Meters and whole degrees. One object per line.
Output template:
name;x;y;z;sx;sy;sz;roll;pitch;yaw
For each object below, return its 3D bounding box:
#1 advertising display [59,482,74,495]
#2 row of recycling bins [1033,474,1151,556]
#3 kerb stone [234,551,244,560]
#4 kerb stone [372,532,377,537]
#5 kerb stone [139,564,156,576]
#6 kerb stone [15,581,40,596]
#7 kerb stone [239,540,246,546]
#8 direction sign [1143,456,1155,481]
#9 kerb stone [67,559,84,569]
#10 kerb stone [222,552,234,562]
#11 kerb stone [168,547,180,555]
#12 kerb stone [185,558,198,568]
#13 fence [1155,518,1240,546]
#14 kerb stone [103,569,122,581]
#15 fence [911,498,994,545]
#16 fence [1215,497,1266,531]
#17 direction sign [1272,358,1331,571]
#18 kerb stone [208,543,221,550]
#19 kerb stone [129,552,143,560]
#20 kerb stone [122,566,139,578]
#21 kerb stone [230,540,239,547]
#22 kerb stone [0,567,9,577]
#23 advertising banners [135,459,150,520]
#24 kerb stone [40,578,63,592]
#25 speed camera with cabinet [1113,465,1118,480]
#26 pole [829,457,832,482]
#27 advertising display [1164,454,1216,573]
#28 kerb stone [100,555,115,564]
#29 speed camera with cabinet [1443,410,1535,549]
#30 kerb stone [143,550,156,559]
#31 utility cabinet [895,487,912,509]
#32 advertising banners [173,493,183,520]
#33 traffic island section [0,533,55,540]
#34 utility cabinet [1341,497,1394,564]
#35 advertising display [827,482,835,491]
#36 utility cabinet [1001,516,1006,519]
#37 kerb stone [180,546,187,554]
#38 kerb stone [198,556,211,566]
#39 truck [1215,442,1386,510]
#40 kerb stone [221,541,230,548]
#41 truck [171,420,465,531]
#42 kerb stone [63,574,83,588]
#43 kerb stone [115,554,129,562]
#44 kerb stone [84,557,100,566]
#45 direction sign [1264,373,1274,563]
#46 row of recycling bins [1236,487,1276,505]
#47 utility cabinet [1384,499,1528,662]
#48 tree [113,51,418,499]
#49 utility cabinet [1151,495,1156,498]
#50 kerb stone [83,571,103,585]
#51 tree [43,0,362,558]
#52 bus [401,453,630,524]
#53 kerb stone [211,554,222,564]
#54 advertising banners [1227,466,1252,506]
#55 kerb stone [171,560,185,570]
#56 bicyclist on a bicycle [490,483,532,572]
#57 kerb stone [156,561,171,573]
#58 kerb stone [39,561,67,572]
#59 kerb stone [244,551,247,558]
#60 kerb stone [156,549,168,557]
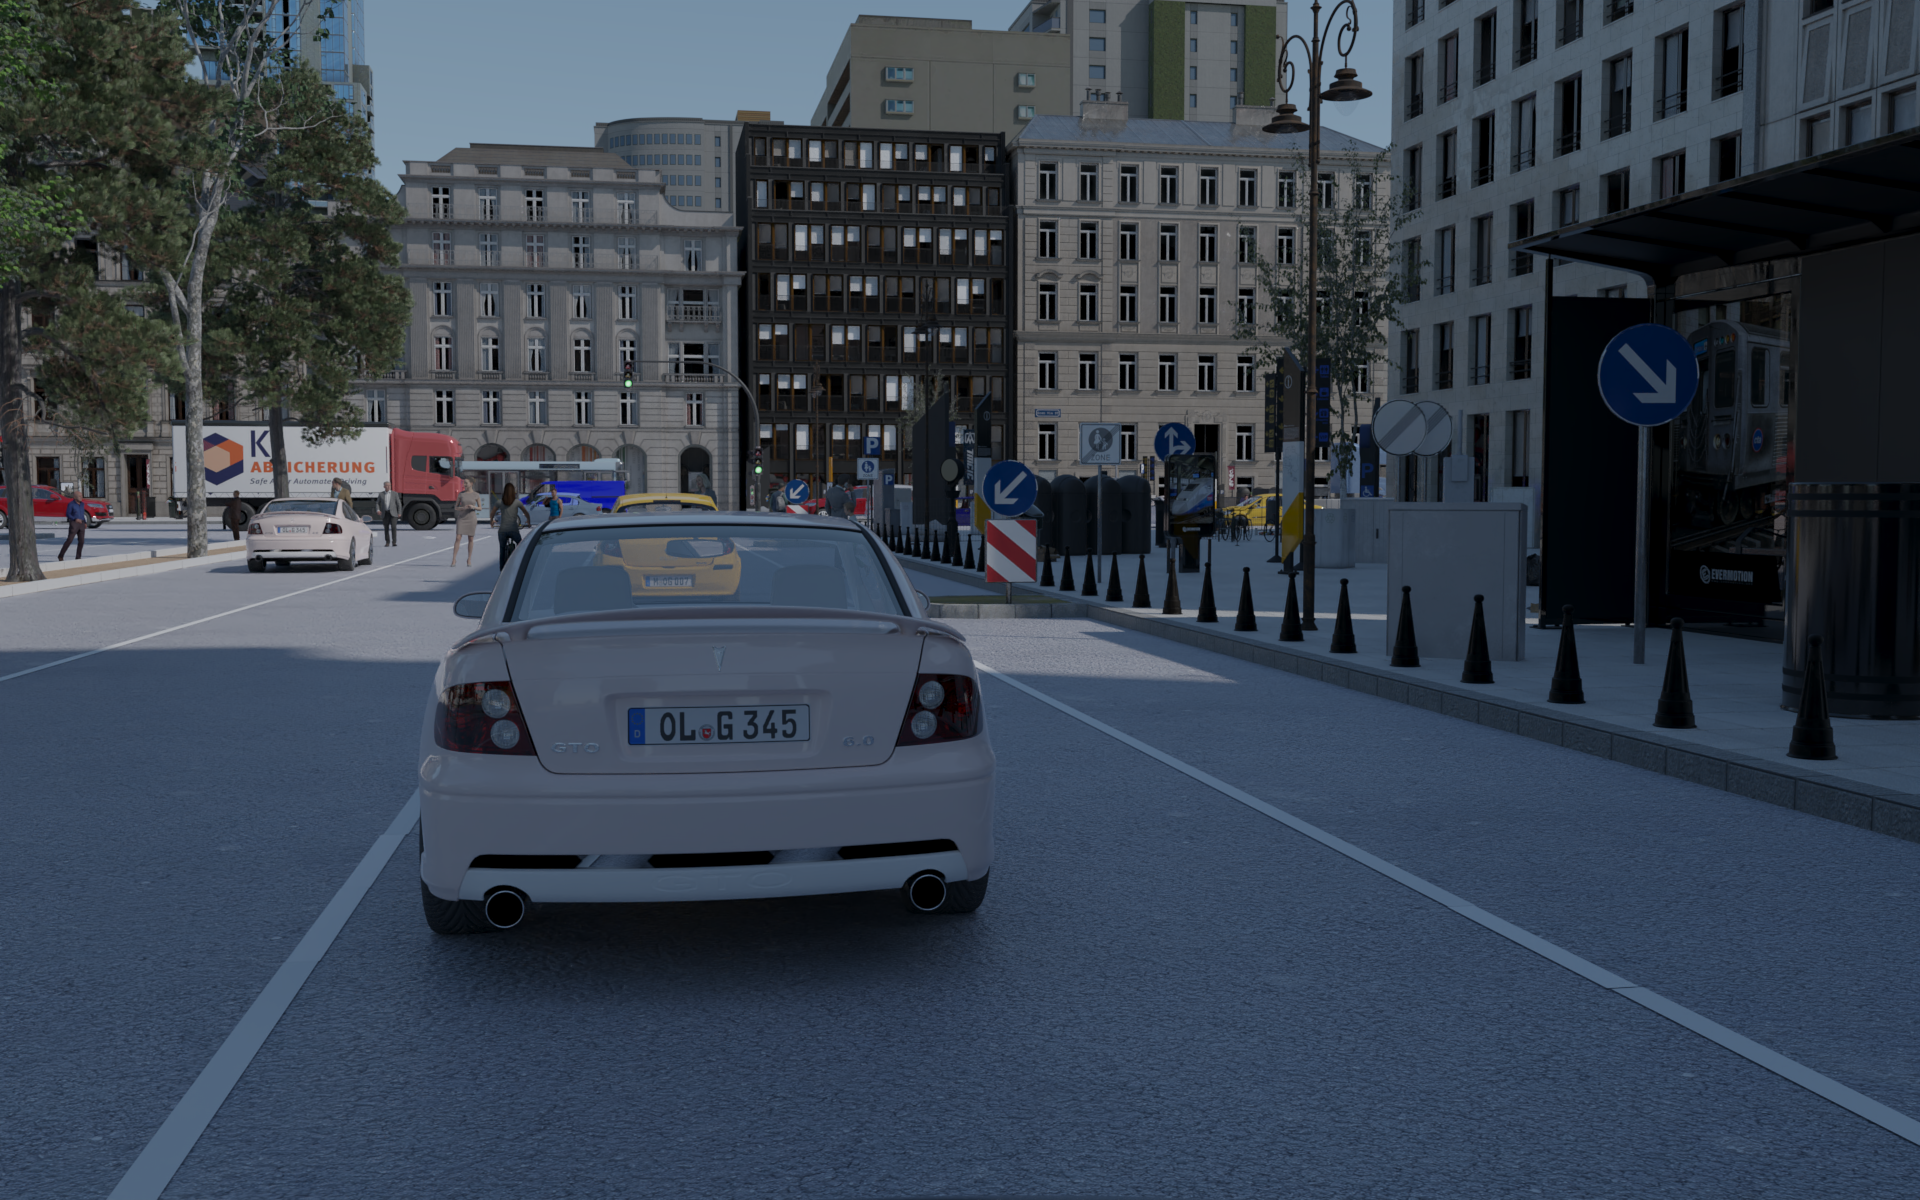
advertising display;-48.328;-5.413;93.709;0.123;1.923;0.974;1;4;13
row of recycling bins;2.606;-1.798;36.515;3.534;1.692;1.069;-2;4;-34
kerb stone;-15.874;-0.958;37.861;0.120;0.150;1.000;-1;4;-11
kerb stone;-19.671;-2.190;58.050;0.120;0.150;1.000;-1;4;-11
kerb stone;-14.543;-0.525;30.779;0.120;0.150;1.000;-1;4;-11
kerb stone;-13.410;-0.154;24.727;0.120;0.150;1.000;-1;4;-11
kerb stone;-19.840;-1.553;47.603;0.120;0.150;1.000;-1;4;-11
direction sign;11.208;-6.786;102.947;0.876;3.537;0.379;3;5;43
kerb stone;-17.179;-0.682;33.416;0.120;0.150;1.000;-1;4;-11
kerb stone;-15.688;-0.896;36.845;0.120;0.150;1.000;-1;4;-11
kerb stone;-18.508;-1.120;40.506;0.120;0.150;1.000;-1;4;-11
kerb stone;-15.113;-0.711;33.817;0.120;0.150;1.000;-1;4;-11
fence;5.884;-1.687;42.965;2.069;0.683;0.278;0;4;5
kerb stone;-14.169;-0.402;28.761;0.120;0.150;1.000;-1;4;-11
fence;-0.133;-2.012;44.101;2.264;1.192;0.480;-1;4;-17
fence;9.728;-3.067;61.341;2.264;1.192;0.480;2;4;34
direction sign;5.739;-2.263;28.999;0.876;3.537;0.379;1;4;13
kerb stone;-19.262;-1.368;44.558;0.120;0.150;1.000;-1;4;-11
kerb stone;-17.934;-0.923;37.468;0.120;0.150;1.000;-1;4;-11
kerb stone;-14.358;-0.463;29.770;0.120;0.150;1.000;-1;4;-11
kerb stone;-19.647;-1.492;46.583;0.120;0.150;1.000;-1;4;-11
kerb stone;-16.612;-0.500;30.379;0.120;0.150;1.000;-1;4;-11
advertising banners;-40.416;-5.475;85.706;0.090;3.025;2.074;0;4;-6
kerb stone;-13.603;-0.216;25.734;0.120;0.150;1.000;-1;4;-11
speed camera with cabinet;8.084;-6.311;97.524;2.038;3.252;0.660;1;4;12
pole;-7.124;-6.210;95.373;0.158;3.312;0.155;0;3;0
advertising display;3.739;-1.406;28.194;0.974;1.923;0.123;-2;4;-31
kerb stone;-17.563;-0.810;35.442;0.120;0.150;1.000;-1;4;-11
speed camera with cabinet;12.461;-2.843;40.822;2.038;3.252;0.660;1;4;11
kerb stone;-18.123;-0.996;38.475;0.120;0.150;1.000;-1;4;-11
utility cabinet;-2.206;-3.001;57.743;1.173;1.500;0.318;-1;4;-23
advertising banners;-38.680;-5.555;87.017;2.074;3.025;0.090;1;4;18
traffic island section;-30.343;-2.027;55.427;2.009;0.180;2.903;-1;4;-11
utility cabinet;7.600;-1.284;32.159;1.020;1.237;0.306;2;4;30
advertising display;-6.780;-5.232;90.751;0.123;1.923;0.974;-1;4;-22
utility cabinet;1.027;-2.971;57.254;1.173;1.500;0.318;3;4;38
kerb stone;-18.696;-1.181;41.515;0.120;0.150;1.000;-1;4;-11
kerb stone;-15.308;-0.773;34.828;0.120;0.150;1.000;-1;4;-11
truck;14.099;-6.073;89.055;18.799;4.110;2.967;-1;4;-11
kerb stone;-19.466;-1.430;45.573;0.120;0.150;1.000;-1;4;-11
truck;-24.616;-4.836;67.980;11.283;4.237;2.839;-1;4;-12
kerb stone;-13.800;-0.271;26.741;0.120;0.150;1.000;-1;4;-11
kerb stone;-17.750;-0.872;36.451;0.120;0.150;1.000;-1;4;-11
kerb stone;-17.369;-0.740;34.428;0.120;0.150;1.000;-1;4;-11
direction sign;5.940;-2.469;32.372;0.379;3.537;0.876;-2;4;-23
row of recycling bins;17.613;-5.639;99.313;3.534;1.692;1.069;1;4;9
utility cabinet;3.891;-0.148;13.578;1.020;1.237;0.306;2;4;28
tree;-19.517;-8.523;49.235;7.806;13.903;7.818;0;3;0
utility cabinet;11.585;-5.787;105.775;0.306;1.237;1.020;2;4;33
kerb stone;-13.986;-0.339;27.752;0.120;0.150;1.000;-1;4;-11
tree;-18.314;-11.021;38.536;12.611;20.169;13.585;0;3;0
bus;-21.729;-5.359;82.479;13.247;3.499;2.948;-1;4;-10
kerb stone;-15.498;-0.834;35.837;0.120;0.150;1.000;-1;4;-11
advertising banners;17.479;-6.791;107.224;2.074;3.025;0.090;-1;4;-16
kerb stone;-14.930;-0.649;32.804;0.120;0.150;1.000;-1;4;-11
bicyclist on a bicycle;-7.252;-1.094;27.913;1.499;1.676;1.625;-1;4;-9
kerb stone;-14.731;-0.587;31.791;0.120;0.150;1.000;-1;4;-11
kerb stone;-16.994;-0.625;32.407;0.120;0.150;1.000;-1;4;-11
kerb stone;-16.069;-1.019;38.868;0.120;0.150;1.000;-1;4;-11
kerb stone;-18.315;-1.058;39.494;0.120;0.150;1.000;-1;4;-11
